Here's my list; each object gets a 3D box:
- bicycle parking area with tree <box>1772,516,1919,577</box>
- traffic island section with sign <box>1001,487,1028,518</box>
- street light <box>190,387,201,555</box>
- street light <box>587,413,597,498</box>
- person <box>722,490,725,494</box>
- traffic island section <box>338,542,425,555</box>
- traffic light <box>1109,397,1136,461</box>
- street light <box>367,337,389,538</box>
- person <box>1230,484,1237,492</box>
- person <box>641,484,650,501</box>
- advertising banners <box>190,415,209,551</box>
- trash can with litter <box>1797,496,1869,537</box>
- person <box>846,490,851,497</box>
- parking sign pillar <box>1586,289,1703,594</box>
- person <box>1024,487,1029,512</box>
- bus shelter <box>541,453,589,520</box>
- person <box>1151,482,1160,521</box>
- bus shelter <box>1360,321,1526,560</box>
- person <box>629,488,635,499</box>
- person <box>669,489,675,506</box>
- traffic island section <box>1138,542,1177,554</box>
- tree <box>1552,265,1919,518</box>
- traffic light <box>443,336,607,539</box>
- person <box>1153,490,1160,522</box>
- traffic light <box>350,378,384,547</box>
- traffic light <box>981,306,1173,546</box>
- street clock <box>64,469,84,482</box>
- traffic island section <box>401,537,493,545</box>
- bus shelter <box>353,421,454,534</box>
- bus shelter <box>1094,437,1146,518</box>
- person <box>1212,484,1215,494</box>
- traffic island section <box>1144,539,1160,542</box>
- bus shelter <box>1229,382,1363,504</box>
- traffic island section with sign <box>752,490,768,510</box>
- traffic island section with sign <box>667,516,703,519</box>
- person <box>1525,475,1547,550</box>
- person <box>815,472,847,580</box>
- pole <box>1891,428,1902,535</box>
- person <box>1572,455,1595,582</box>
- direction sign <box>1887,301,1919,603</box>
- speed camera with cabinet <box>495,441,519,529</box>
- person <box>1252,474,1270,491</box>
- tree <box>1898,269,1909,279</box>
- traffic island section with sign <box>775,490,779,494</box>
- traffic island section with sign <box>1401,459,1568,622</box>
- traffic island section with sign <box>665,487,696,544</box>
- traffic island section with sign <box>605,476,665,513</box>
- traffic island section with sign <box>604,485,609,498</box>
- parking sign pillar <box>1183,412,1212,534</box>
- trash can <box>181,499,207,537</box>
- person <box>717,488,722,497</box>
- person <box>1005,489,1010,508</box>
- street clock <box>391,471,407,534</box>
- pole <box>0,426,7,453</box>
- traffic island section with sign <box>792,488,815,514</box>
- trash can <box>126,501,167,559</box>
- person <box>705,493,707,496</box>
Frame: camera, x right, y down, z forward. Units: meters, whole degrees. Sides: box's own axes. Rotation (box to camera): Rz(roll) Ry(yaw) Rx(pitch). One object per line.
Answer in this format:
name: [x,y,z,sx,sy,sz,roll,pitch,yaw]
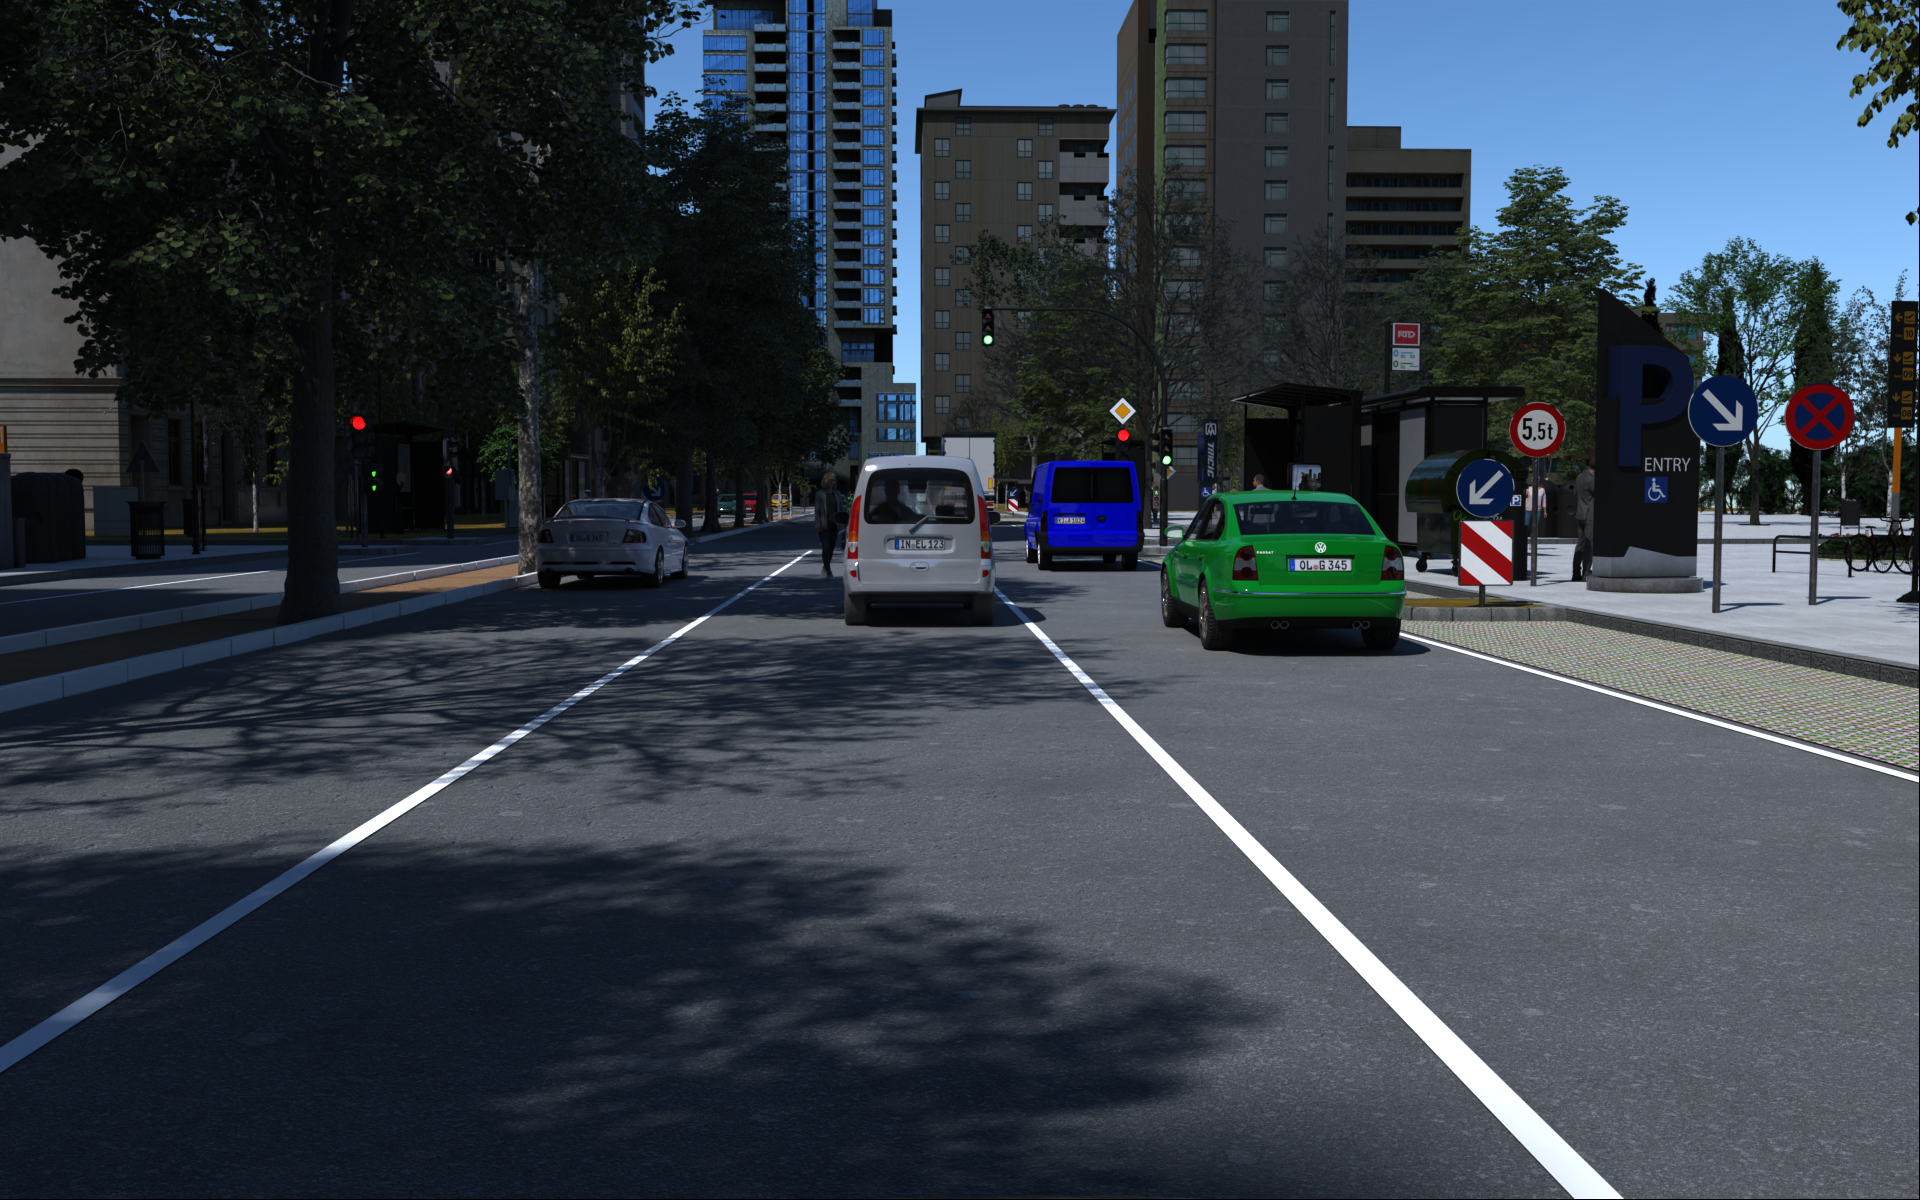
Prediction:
bicycle parking area with tree: [17.358,-2.375,25.835,8.231,4.147,9.016,0,4,1]
traffic island section with sign: [2.994,-5.731,102.334,1.989,1.847,2.006,0,4,-2]
street light: [-16.245,-3.906,36.653,0.468,5.910,1.993,0,4,-2]
street light: [-17.938,-6.860,84.952,0.468,5.910,1.993,0,4,-2]
person: [-25.091,-10.839,183.967,1.217,1.736,0.721,-1,4,-12]
traffic island section: [-14.418,-1.200,41.908,2.009,0.180,2.903,0,4,-2]
traffic light: [4.702,-3.762,50.424,0.839,4.253,0.868,0,4,-2]
street light: [-16.711,-4.718,49.930,0.468,5.910,1.993,0,4,-2]
person: [13.579,-4.852,85.921,0.519,1.759,0.362,0,4,1]
person: [-9.259,-2.588,51.390,0.524,1.755,0.480,-1,4,-11]
advertising banners: [-17.151,-2.624,39.089,0.090,3.025,2.074,-2,4,-33]
trash can with litter: [26.251,-2.494,51.842,2.233,1.210,1.678,3,5,41]
person: [-11.863,-10.926,187.082,1.348,1.831,0.705,-3,5,-41]
parking sign pillar: [9.095,-2.106,22.910,1.447,3.967,1.447,-1,4,-13]
person: [4.581,-7.025,121.236,0.599,1.781,0.374,-3,5,-41]
bus shelter: [-20.924,-6.814,89.038,2.179,5.291,8.768,0,4,-2]
person: [9.018,-4.607,81.151,0.755,1.850,0.659,1,4,9]
bus shelter: [9.787,-3.690,37.964,2.179,5.291,8.768,0,4,-2]
person: [-23.186,-7.079,122.530,0.760,1.731,0.466,2,4,25]
person: [-31.448,-11.229,189.647,0.705,1.822,1.348,-3,5,-44]
traffic island section: [5.013,-1.240,42.559,2.009,0.180,2.903,0,4,-2]
tree: [47.153,-12.652,108.680,18.604,14.587,13.155,0,4,-2]
traffic light: [-12.560,-4.599,49.861,4.771,5.953,1.251,0,4,-2]
person: [8.991,-4.362,79.179,0.330,1.601,0.589,0,4,4]
traffic light: [-14.377,-3.233,41.775,0.839,4.253,0.868,0,4,-2]
traffic light: [2.885,-4.132,42.232,4.771,5.953,1.251,0,4,-2]
street clock: [-25.512,-2.772,49.892,0.471,2.002,0.358,0,4,-7]
traffic island section: [-14.688,-1.689,49.889,2.009,0.180,2.903,0,4,-2]
bus shelter: [-18.785,-4.127,58.755,1.731,3.624,6.357,0,4,-2]
bus shelter: [6.975,-5.112,74.860,1.731,3.624,6.357,0,4,-2]
person: [14.402,-5.692,98.948,0.661,1.843,0.795,0,4,-1]
traffic island section: [4.742,-1.728,50.540,2.009,0.180,2.903,0,4,-2]
bus shelter: [7.597,-2.957,39.637,1.731,3.624,6.357,0,4,-2]
traffic island section with sign: [-17.824,-8.747,151.644,1.989,1.847,2.006,0,4,-2]
traffic island section with sign: [-16.125,-5.685,101.582,1.989,1.847,2.006,0,4,-2]
person: [13.104,-2.034,39.965,0.731,1.740,0.598,0,3,0]
person: [-2.134,-1.246,29.061,0.709,1.800,0.728,-2,4,-28]
pole: [22.357,-2.905,41.339,0.158,3.312,0.155,0,3,0]
person: [9.240,-1.192,25.346,0.447,1.846,0.655,0,4,-8]
direction sign: [11.334,-1.741,20.460,0.876,3.537,0.379,-1,4,-13]
speed camera with cabinet: [-16.931,-4.339,65.273,0.660,3.252,2.038,0,4,4]
person: [5.823,-1.519,33.434,0.635,1.810,0.391,-3,4,-38]
tree: [31.278,-6.565,57.702,4.360,8.622,3.978,0,3,0]
traffic island section with sign: [-18.720,-10.395,178.584,1.989,1.847,2.006,0,4,-2]
traffic island section with sign: [5.782,-0.712,20.271,1.989,1.847,2.006,0,4,-2]
traffic island section with sign: [-8.681,-2.545,49.747,2.006,1.907,1.989,0,4,-2]
traffic island section with sign: [-8.440,-2.092,42.344,2.006,1.907,1.989,0,4,-2]
traffic island section with sign: [-15.209,-4.038,74.642,1.989,1.847,2.006,0,4,-2]
parking sign pillar: [7.966,-4.141,56.174,1.447,3.967,1.447,0,4,6]
trash can: [-23.025,-2.472,52.075,0.748,1.137,0.748,0,3,0]
person: [-17.503,-7.156,124.864,0.648,1.900,0.474,2,4,24]
person: [4.267,-9.091,155.595,0.541,1.710,0.530,-3,4,-36]
street clock: [-17.827,-3.088,55.056,0.358,2.002,0.471,2,4,24]
pole: [-28.460,-3.532,51.587,0.158,3.312,0.155,0,3,0]
traffic island section with sign: [-11.236,-7.138,124.842,2.006,1.907,1.989,0,4,-2]
trash can: [-16.022,-1.376,34.146,0.748,1.137,0.748,0,3,0]
person: [-24.096,-9.624,164.872,0.593,1.643,0.415,2,4,34]
